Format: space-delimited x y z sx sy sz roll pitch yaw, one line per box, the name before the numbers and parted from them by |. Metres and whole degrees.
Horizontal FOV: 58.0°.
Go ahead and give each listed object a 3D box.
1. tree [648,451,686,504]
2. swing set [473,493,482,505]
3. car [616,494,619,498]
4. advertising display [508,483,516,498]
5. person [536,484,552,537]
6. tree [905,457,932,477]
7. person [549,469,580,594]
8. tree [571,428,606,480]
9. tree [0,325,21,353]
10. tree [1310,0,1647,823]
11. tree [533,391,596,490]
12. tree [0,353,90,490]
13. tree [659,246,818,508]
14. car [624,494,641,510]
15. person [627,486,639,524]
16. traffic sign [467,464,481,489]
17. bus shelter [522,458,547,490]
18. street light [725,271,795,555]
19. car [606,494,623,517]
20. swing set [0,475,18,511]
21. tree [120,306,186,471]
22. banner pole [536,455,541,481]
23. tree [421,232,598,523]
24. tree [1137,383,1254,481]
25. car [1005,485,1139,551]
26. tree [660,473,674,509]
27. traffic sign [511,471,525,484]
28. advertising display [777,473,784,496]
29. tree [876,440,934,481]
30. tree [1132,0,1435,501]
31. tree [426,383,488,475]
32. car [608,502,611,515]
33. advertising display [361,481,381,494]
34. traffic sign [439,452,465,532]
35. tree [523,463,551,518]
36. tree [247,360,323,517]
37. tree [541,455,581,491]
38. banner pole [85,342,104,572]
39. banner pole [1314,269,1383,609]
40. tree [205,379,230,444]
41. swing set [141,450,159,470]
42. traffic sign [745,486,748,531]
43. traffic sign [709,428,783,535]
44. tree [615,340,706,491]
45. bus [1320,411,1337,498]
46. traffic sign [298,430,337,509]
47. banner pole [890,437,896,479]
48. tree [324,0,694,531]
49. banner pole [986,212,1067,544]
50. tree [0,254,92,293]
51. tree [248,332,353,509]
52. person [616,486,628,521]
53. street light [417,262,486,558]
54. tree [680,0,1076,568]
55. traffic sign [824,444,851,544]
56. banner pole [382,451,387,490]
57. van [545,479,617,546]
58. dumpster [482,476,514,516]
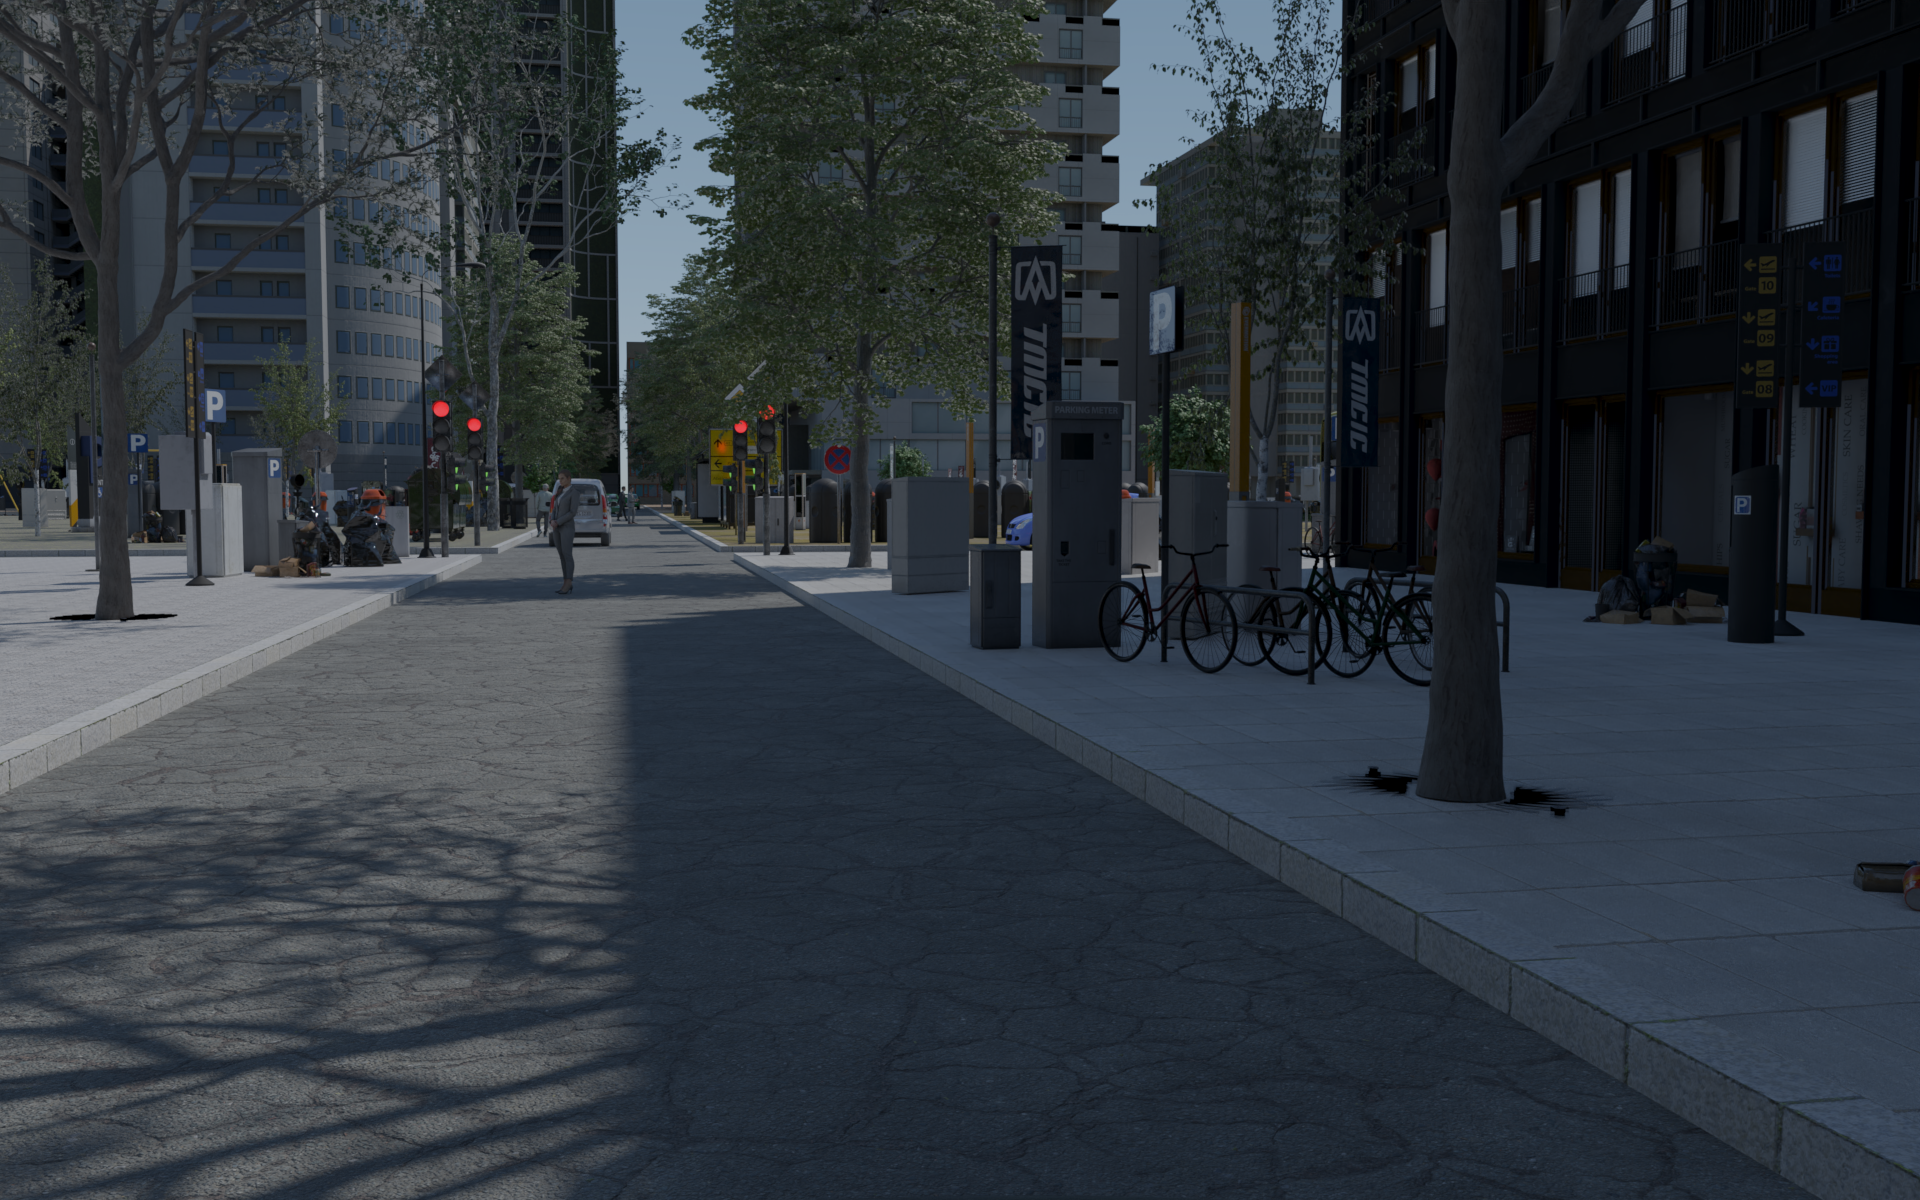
tree | -29.728 -13.680 174.025 4.360 8.622 3.978 0 3 0
swing set | -29.656 -6.950 111.255 3.119 2.851 2.862 0 4 0
car | -35.390 -10.030 175.789 2.131 1.459 4.920 -1 4 -10
advertising display | -25.716 -5.795 99.965 0.974 1.923 0.123 -2 4 -33
person | -13.701 -2.969 57.525 0.782 1.767 0.515 -1 4 -20
tree | -2.214 -5.939 91.697 1.663 3.219 1.824 0 3 0
person | -5.766 -0.993 25.016 0.520 1.790 0.573 2 4 26
tree | -39.350 -14.085 180.651 4.360 8.622 3.978 0 3 0
tree | -26.850 -5.800 45.189 4.737 8.622 4.395 0 3 0
tree | 2.252 -5.913 7.043 12.009 13.543 11.850 0 3 0
tree | -26.900 -10.157 116.431 4.737 8.622 4.395 0 3 0
tree | -49.790 -8.808 94.374 4.737 8.622 4.395 0 3 0
tree | -5.748 -6.075 49.688 4.737 8.622 4.395 0 3 0
car | -30.269 -9.174 158.791 1.959 1.807 4.718 -1 4 -11
person | -15.742 -4.565 83.331 0.583 1.804 0.606 0 4 -4
traffic sign | -19.709 -4.333 70.852 0.884 2.594 0.081 0 4 -8
bus shelter | -26.102 -7.066 106.812 1.731 3.624 6.357 -1 4 -11
street light | -4.180 -3.893 36.188 1.470 5.913 1.316 -1 4 -11
car | -22.263 -5.961 109.267 2.131 1.459 4.920 -1 4 -13
swing set | -49.631 -5.498 87.508 2.862 2.851 3.119 0 4 -1
tree | -32.030 -7.126 66.870 4.360 8.622 3.978 0 3 0
banner pole | -24.004 -6.646 98.679 0.401 3.779 0.863 0 4 6
tree | -19.567 -9.653 75.960 7.486 12.596 7.792 0 3 0
tree | 6.977 -4.125 51.161 4.285 4.588 4.351 0 3 0
car | 2.981 -2.058 43.238 3.694 1.707 1.945 -1 4 -11
tree | -24.535 -9.365 147.715 1.663 3.219 1.824 0 3 0
traffic sign | -23.918 -5.730 93.784 0.768 2.556 0.104 0 4 -5
advertising display | -5.451 -2.937 53.230 0.123 1.923 0.974 -1 4 -18
tree | -3.246 -7.325 103.485 4.285 4.588 4.351 0 3 0
tree | 4.157 -4.460 23.290 4.360 8.622 3.978 0 3 0
tree | -29.431 -9.293 102.304 4.360 8.622 3.978 0 3 0
car | -18.176 -4.502 85.606 2.014 1.417 4.499 -1 4 -13
advertising display | -28.452 -4.802 83.734 0.123 1.923 0.974 3 5 40
traffic sign | -15.365 -3.198 52.396 0.768 2.556 0.104 0 4 -5
tree | -22.480 -5.960 92.055 1.663 3.219 1.824 0 3 0
tree | -37.181 -8.874 95.450 4.360 8.622 3.978 0 3 0
tree | -30.798 -9.117 132.771 4.285 4.588 4.351 0 3 0
banner pole | -14.288 -2.380 28.929 0.401 3.779 0.863 1 4 13
banner pole | 4.337 -1.799 19.437 0.863 3.779 0.401 -1 4 -15
tree | -48.662 -9.777 110.223 4.360 8.622 3.978 0 3 0
swing set | -28.657 -3.886 61.163 3.119 2.851 2.862 -1 4 -21
traffic sign | -7.365 -3.652 59.708 0.884 2.594 0.081 0 4 -4
traffic sign | -6.650 -3.669 53.866 2.265 3.308 0.079 -1 4 -9
tree | -22.263 -14.046 136.306 9.857 13.997 8.962 0 3 0
bus | 15.481 -3.232 44.385 12.252 3.916 2.896 -1 4 -9
traffic sign | -12.775 -2.101 34.460 0.768 2.556 0.104 0 4 -6
banner pole | -2.913 -5.211 75.218 0.401 3.779 0.863 1 4 16
tree | -15.875 -12.566 61.346 12.611 20.169 13.585 0 3 0
banner pole | 0.519 -1.556 15.453 0.863 3.779 0.401 1 4 13
tree | -28.181 -6.227 52.172 4.360 8.622 3.978 0 3 0
tree | -30.411 -7.920 79.860 4.737 8.622 4.395 0 3 0
person | -17.706 -5.068 91.132 0.755 1.850 0.659 -1 4 -13
street light | -10.194 -3.805 34.752 1.470 5.913 1.316 -1 4 -11
tree | -1.452 -6.862 30.314 7.486 12.596 7.792 0 3 0
traffic sign | -3.118 -2.720 44.570 0.768 2.556 0.104 -1 4 -8
banner pole | -33.716 -6.825 101.601 0.401 3.779 0.863 0 4 -3
van | -10.708 -2.561 48.891 2.013 2.044 4.112 -1 4 -10
dumpster | -22.629 -5.019 84.550 1.502 2.255 1.985 -1 4 -11
